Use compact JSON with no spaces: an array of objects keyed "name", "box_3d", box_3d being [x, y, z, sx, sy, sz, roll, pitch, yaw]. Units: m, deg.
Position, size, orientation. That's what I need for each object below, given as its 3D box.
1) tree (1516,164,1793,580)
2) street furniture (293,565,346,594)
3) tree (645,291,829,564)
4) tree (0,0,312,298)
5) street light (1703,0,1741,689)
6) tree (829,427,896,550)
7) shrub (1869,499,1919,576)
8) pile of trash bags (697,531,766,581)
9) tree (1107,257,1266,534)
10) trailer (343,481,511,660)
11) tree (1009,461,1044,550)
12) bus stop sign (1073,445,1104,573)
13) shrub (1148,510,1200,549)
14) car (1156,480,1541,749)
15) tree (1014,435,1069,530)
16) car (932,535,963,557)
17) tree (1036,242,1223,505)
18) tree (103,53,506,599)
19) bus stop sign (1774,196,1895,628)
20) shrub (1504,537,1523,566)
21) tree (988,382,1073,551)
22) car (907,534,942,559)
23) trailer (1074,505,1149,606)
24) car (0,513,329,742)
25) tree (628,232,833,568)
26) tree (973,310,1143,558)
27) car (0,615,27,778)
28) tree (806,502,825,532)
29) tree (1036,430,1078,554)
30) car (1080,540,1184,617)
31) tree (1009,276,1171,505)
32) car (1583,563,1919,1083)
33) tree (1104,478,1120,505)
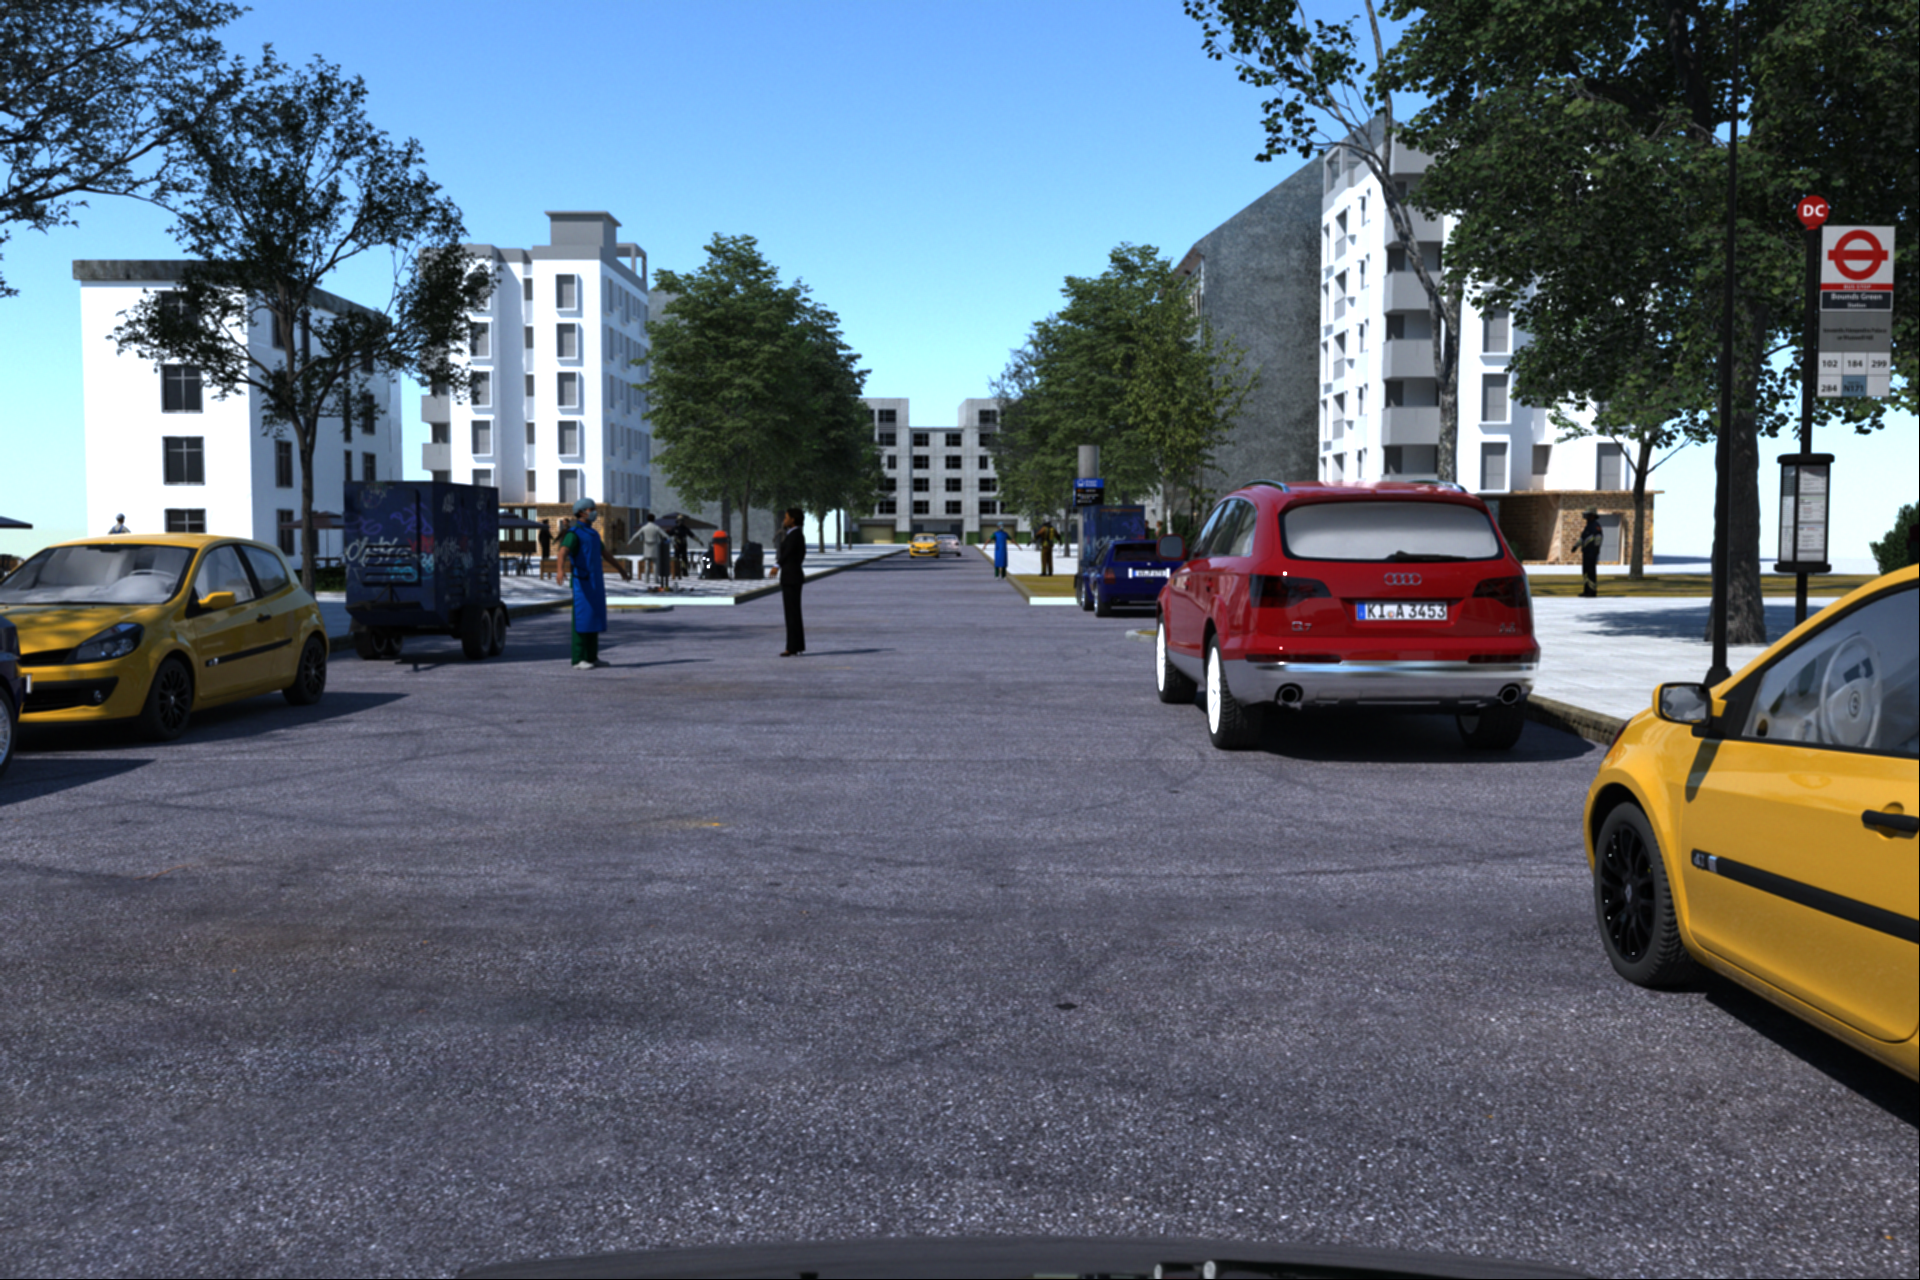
[{"name":"tree","box_3d":[19.364,-7.534,48.943,9.928,11.665,9.643,0,3,0]},{"name":"street furniture","box_3d":[-15.667,-1.608,41.909,5.734,0.657,10.072,-3,5,-42]},{"name":"tree","box_3d":[-9.468,-9.122,74.893,9.928,11.665,9.643,0,3,0]},{"name":"tree","box_3d":[-12.787,-6.649,19.084,12.009,13.543,11.850,0,3,0]},{"name":"street light","box_3d":[6.757,-2.535,13.994,1.470,5.913,1.316,0,4,0]},{"name":"tree","box_3d":[-8.689,-12.672,141.599,7.601,10.594,8.767,-2,4,-28]},{"name":"shrub","box_3d":[20.222,-1.972,36.660,1.690,2.028,1.600,0,3,0]},{"name":"pile of trash bags","box_3d":[-6.496,-2.386,48.767,1.912,1.369,3.447,0,4,0]},{"name":"tree","box_3d":[5.705,-5.850,46.005,4.737,8.622,4.395,0,3,0]},{"name":"trailer","box_3d":[-6.126,-0.752,19.340,1.471,1.999,3.904,0,3,0]},{"name":"tree","box_3d":[5.968,-11.561,139.380,4.360,8.622,3.978,0,3,0]},{"name":"bus stop sign","box_3d":[3.822,-3.825,51.551,0.837,3.901,0.837,0,4,0]},{"name":"shrub","box_3d":[6.289,-2.826,50.632,1.690,2.028,1.600,0,3,0]},{"name":"car","box_3d":[2.698,-0.269,13.078,2.281,1.827,5.304,0,4,0]},{"name":"tree","box_3d":[6.030,-10.279,118.421,4.737,8.622,4.395,0,3,0]},{"name":"car","box_3d":[-0.867,-6.041,111.137,2.083,1.381,4.827,0,4,-1]},{"name":"tree","box_3d":[6.779,-9.134,67.466,7.486,12.596,7.792,0,3,0]},{"name":"tree","box_3d":[-12.240,-6.025,32.927,8.767,10.594,7.601,1,4,22]},{"name":"bus stop sign","box_3d":[6.944,-1.533,13.766,0.855,3.939,0.416,0,3,0]},{"name":"shrub","box_3d":[14.598,-2.154,46.337,1.383,1.207,1.383,0,3,0]},{"name":"tree","box_3d":[5.694,-12.891,128.898,7.486,12.596,7.792,0,3,0]},{"name":"car","box_3d":[-2.066,-5.606,101.881,2.015,1.641,3.980,0,4,0]},{"name":"trailer","box_3d":[3.074,-1.747,35.607,1.471,1.999,3.904,0,4,-1]},{"name":"car","box_3d":[-6.278,-0.181,13.185,2.015,1.641,3.980,0,4,0]},{"name":"tree","box_3d":[-8.661,-9.002,65.312,7.486,12.596,7.792,0,3,0]},{"name":"tree","box_3d":[5.821,-11.283,94.851,12.009,13.543,11.850,0,3,0]},{"name":"car","box_3d":[-6.377,0.246,8.562,1.945,1.354,3.894,0,3,0]},{"name":"tree","box_3d":[-18.535,-17.110,230.103,4.737,8.622,4.395,0,3,0]},{"name":"tree","box_3d":[6.175,-9.753,109.826,4.360,8.622,3.978,0,3,0]},{"name":"car","box_3d":[3.166,-1.135,31.139,1.945,1.354,3.894,0,4,-1]},{"name":"tree","box_3d":[6.051,-9.721,77.072,7.486,12.596,7.792,0,3,0]},{"name":"car","box_3d":[2.976,0.359,4.352,2.015,1.641,3.980,0,4,-1]},{"name":"tree","box_3d":[21.113,-17.875,226.675,7.601,10.594,8.767,0,4,-3]}]
